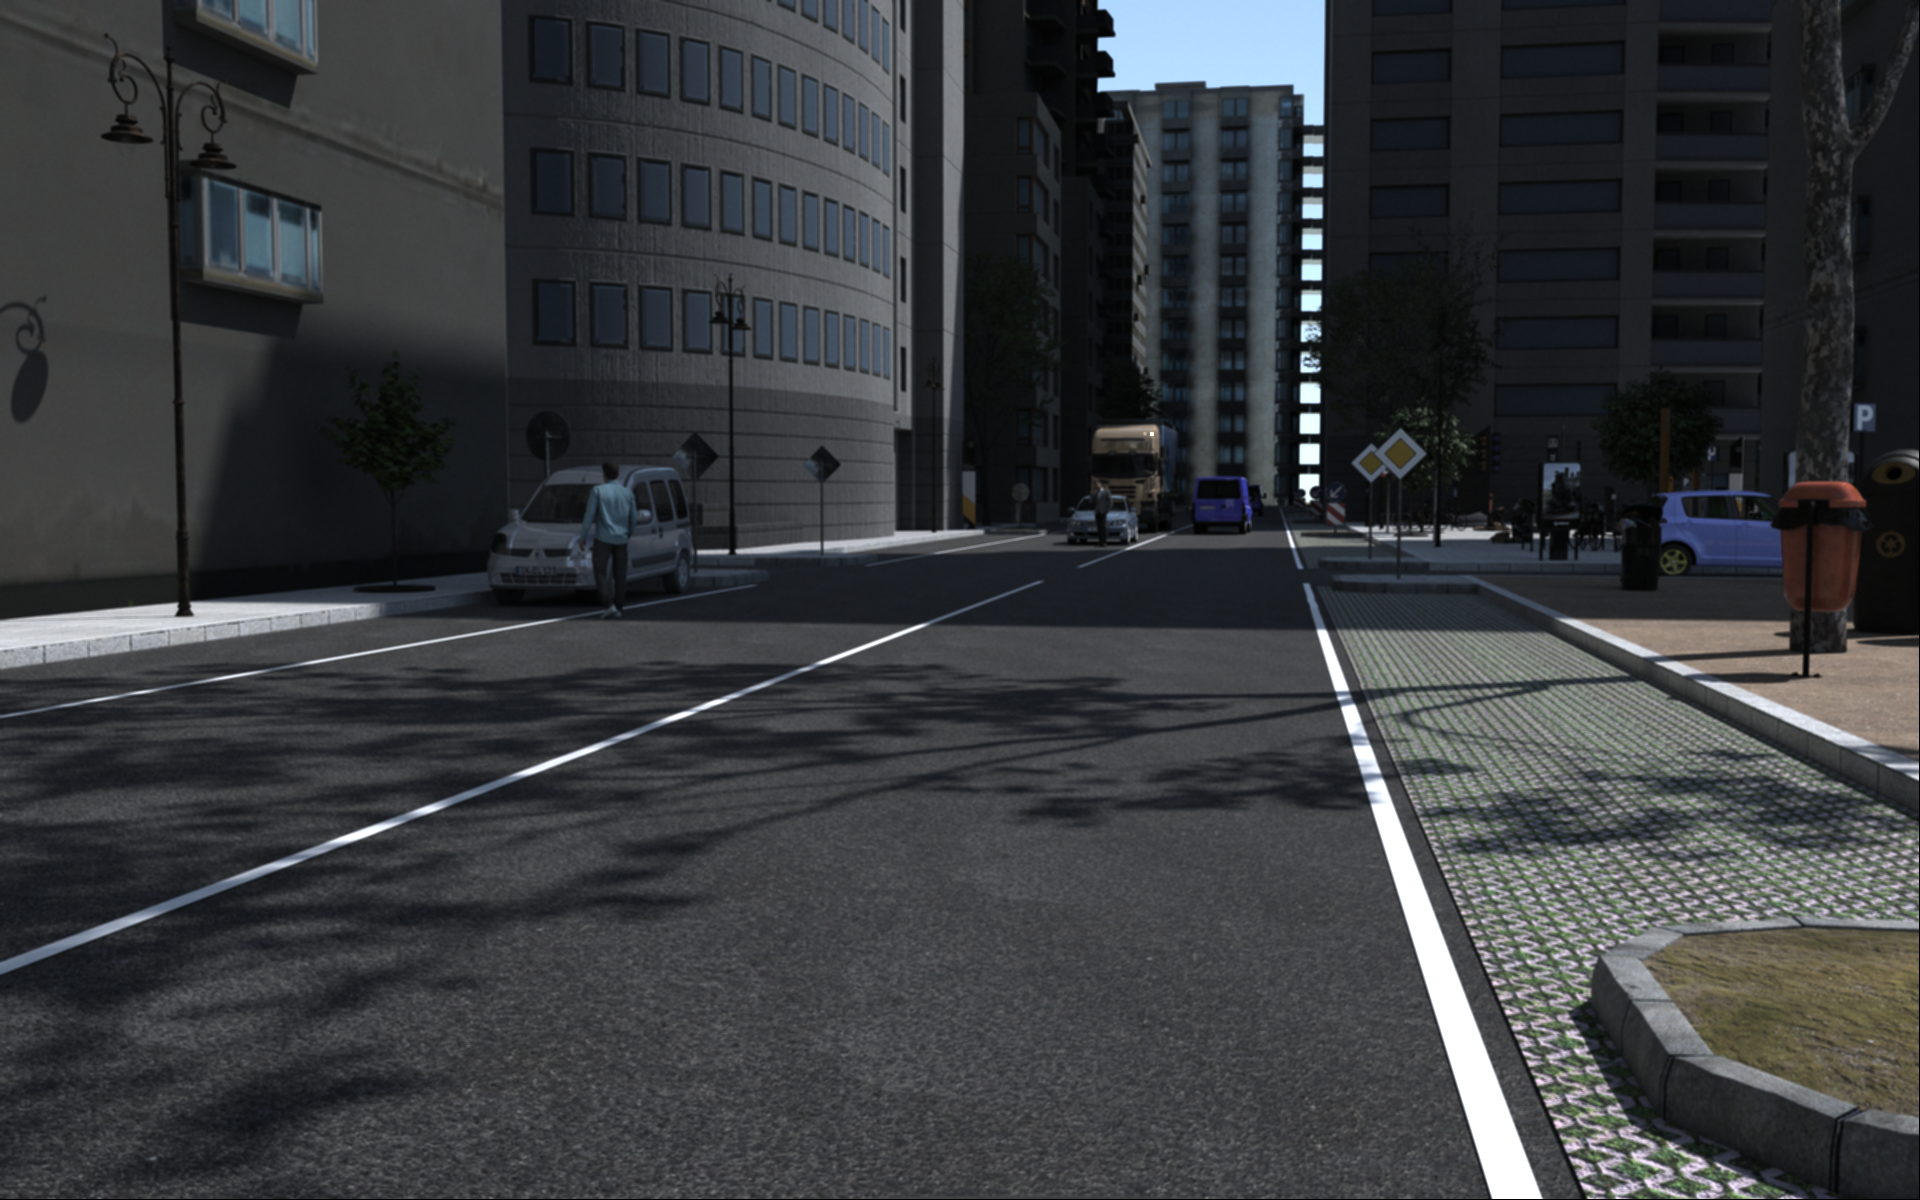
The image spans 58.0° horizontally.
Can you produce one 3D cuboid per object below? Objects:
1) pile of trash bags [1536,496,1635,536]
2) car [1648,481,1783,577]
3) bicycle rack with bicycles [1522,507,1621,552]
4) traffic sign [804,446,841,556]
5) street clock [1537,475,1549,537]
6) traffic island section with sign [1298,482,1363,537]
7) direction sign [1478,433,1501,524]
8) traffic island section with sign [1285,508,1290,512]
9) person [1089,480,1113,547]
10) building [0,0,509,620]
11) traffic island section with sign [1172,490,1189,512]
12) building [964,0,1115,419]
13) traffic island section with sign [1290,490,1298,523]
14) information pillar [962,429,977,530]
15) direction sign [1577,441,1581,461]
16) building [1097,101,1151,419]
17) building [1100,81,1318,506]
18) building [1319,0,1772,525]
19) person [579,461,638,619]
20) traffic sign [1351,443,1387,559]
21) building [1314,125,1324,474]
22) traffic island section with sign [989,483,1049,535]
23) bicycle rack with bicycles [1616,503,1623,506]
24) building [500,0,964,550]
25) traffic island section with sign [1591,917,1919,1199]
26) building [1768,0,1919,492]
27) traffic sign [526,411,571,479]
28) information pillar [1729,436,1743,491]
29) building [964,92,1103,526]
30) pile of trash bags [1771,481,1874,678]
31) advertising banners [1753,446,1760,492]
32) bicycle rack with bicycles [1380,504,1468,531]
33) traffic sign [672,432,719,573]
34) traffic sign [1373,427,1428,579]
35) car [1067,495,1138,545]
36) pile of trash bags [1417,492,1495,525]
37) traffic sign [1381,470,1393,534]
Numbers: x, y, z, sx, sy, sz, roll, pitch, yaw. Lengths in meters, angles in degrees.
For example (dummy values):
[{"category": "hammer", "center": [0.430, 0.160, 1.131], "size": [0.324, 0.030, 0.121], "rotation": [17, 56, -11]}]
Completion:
[{"category": "pile of trash bags", "center": [19.931, -2.758, 54.841], "size": [3.447, 1.369, 1.912], "rotation": [3, 5, 42]}, {"category": "car", "center": [13.400, -1.224, 29.601], "size": [3.694, 1.707, 1.945], "rotation": [1, 4, 11]}, {"category": "bicycle rack with bicycles", "center": [13.918, -1.585, 39.291], "size": [2.852, 0.926, 2.925], "rotation": [1, 4, 13]}, {"category": "traffic sign", "center": [-2.864, -1.976, 35.944], "size": [0.795, 2.450, 0.064], "rotation": [1, 4, 10]}, {"category": "street clock", "center": [17.523, -2.890, 51.823], "size": [0.471, 2.002, 0.358], "rotation": [0, 3, 0]}, {"category": "traffic island section with sign", "center": [12.493, -3.033, 58.217], "size": [1.989, 1.847, 2.006], "rotation": [1, 4, 10]}, {"category": "direction sign", "center": [19.599, -4.415, 64.178], "size": [0.876, 3.537, 0.379], "rotation": [3, 5, 45]}, {"category": "traffic island section with sign", "center": [26.376, -7.695, 134.440], "size": [1.989, 1.847, 2.006], "rotation": [1, 4, 10]}, {"category": "person", "center": [3.816, -2.339, 46.923], "size": [0.473, 1.802, 0.592], "rotation": [-3, 5, -40]}, {"category": "building", "center": [-19.872, -24.195, 19.284], "size": [21.600, 48.544, 21.300], "rotation": [1, 4, 10]}, {"category": "traffic island section with sign", "center": [20.538, -9.429, 162.784], "size": [1.989, 1.847, 2.006], "rotation": [1, 4, 10]}, {"category": "building", "center": [-0.467, -28.849, 126.302], "size": [22.147, 44.769, 28.867], "rotation": [1, 4, 10]}, {"category": "traffic island section with sign", "center": [17.351, -4.666, 84.912], "size": [1.989, 1.847, 2.006], "rotation": [1, 4, 10]}, {"category": "information pillar", "center": [0.341, -4.358, 62.615], "size": [0.504, 3.616, 0.183], "rotation": [1, 4, 11]}, {"category": "direction sign", "center": [26.476, -5.027, 74.182], "size": [0.379, 3.537, 0.876], "rotation": [1, 4, 13]}, {"category": "building", "center": [6.204, -29.250, 170.118], "size": [23.993, 40.220, 32.217], "rotation": [1, 4, 10]}, {"category": "building", "center": [25.841, -35.756, 204.223], "size": [30.456, 49.044, 23.786], "rotation": [1, 4, 10]}, {"category": "building", "center": [29.688, -33.509, 89.867], "size": [21.231, 58.520, 28.212], "rotation": [1, 4, 10]}, {"category": "person", "center": [-4.047, -0.707, 20.073], "size": [0.660, 1.820, 0.620], "rotation": [-3, 4, -36]}, {"category": "traffic sign", "center": [8.048, -1.853, 33.944], "size": [0.795, 2.450, 0.064], "rotation": [1, 4, 10]}, {"category": "building", "center": [55.876, -35.447, 199.174], "size": [30.456, 49.044, 23.786], "rotation": [1, 4, 10]}, {"category": "traffic island section with sign", "center": [2.151, -3.252, 61.804], "size": [1.989, 1.847, 2.006], "rotation": [1, 4, 10]}, {"category": "bicycle rack with bicycles", "center": [28.000, -3.552, 71.459], "size": [2.852, 0.926, 2.925], "rotation": [3, 4, 36]}, {"category": "building", "center": [-12.689, -31.133, 51.016], "size": [21.231, 58.520, 28.212], "rotation": [1, 4, 10]}, {"category": "traffic island section with sign", "center": [2.654, 0.273, 4.159], "size": [1.989, 1.847, 2.006], "rotation": [1, 4, 10]}, {"category": "building", "center": [75.479, -32.959, 162.584], "size": [21.600, 48.544, 21.300], "rotation": [1, 4, 10]}, {"category": "traffic sign", "center": [-6.318, -1.616, 26.534], "size": [0.768, 2.556, 0.104], "rotation": [1, 4, 16]}, {"category": "information pillar", "center": [31.128, -4.777, 69.462], "size": [0.504, 3.616, 0.183], "rotation": [2, 4, 35]}, {"category": "building", "center": [-7.701, -15.072, 91.462], "size": [27.650, 21.520, 28.899], "rotation": [1, 4, 10]}, {"category": "pile of trash bags", "center": [7.155, -0.100, 11.384], "size": [3.447, 1.369, 1.912], "rotation": [3, 5, 42]}, {"category": "advertising banners", "center": [29.343, -4.058, 62.541], "size": [2.074, 3.025, 0.090], "rotation": [-3, 4, -37]}, {"category": "bicycle rack with bicycles", "center": [16.165, -2.933, 61.335], "size": [2.852, 0.926, 2.925], "rotation": [-1, 4, -19]}, {"category": "traffic sign", "center": [-4.294, -1.495, 28.088], "size": [0.795, 2.450, 0.064], "rotation": [1, 4, 10]}, {"category": "traffic sign", "center": [6.618, -1.373, 26.087], "size": [0.795, 2.450, 0.064], "rotation": [1, 4, 10]}, {"category": "car", "center": [4.179, -2.341, 50.283], "size": [2.014, 1.417, 4.499], "rotation": [1, 4, 10]}, {"category": "pile of trash bags", "center": [20.984, -3.878, 73.153], "size": [1.912, 1.369, 3.447], "rotation": [-3, 5, -42]}, {"category": "traffic sign", "center": [13.622, -3.364, 55.103], "size": [0.768, 2.556, 0.104], "rotation": [1, 4, 13]}]
